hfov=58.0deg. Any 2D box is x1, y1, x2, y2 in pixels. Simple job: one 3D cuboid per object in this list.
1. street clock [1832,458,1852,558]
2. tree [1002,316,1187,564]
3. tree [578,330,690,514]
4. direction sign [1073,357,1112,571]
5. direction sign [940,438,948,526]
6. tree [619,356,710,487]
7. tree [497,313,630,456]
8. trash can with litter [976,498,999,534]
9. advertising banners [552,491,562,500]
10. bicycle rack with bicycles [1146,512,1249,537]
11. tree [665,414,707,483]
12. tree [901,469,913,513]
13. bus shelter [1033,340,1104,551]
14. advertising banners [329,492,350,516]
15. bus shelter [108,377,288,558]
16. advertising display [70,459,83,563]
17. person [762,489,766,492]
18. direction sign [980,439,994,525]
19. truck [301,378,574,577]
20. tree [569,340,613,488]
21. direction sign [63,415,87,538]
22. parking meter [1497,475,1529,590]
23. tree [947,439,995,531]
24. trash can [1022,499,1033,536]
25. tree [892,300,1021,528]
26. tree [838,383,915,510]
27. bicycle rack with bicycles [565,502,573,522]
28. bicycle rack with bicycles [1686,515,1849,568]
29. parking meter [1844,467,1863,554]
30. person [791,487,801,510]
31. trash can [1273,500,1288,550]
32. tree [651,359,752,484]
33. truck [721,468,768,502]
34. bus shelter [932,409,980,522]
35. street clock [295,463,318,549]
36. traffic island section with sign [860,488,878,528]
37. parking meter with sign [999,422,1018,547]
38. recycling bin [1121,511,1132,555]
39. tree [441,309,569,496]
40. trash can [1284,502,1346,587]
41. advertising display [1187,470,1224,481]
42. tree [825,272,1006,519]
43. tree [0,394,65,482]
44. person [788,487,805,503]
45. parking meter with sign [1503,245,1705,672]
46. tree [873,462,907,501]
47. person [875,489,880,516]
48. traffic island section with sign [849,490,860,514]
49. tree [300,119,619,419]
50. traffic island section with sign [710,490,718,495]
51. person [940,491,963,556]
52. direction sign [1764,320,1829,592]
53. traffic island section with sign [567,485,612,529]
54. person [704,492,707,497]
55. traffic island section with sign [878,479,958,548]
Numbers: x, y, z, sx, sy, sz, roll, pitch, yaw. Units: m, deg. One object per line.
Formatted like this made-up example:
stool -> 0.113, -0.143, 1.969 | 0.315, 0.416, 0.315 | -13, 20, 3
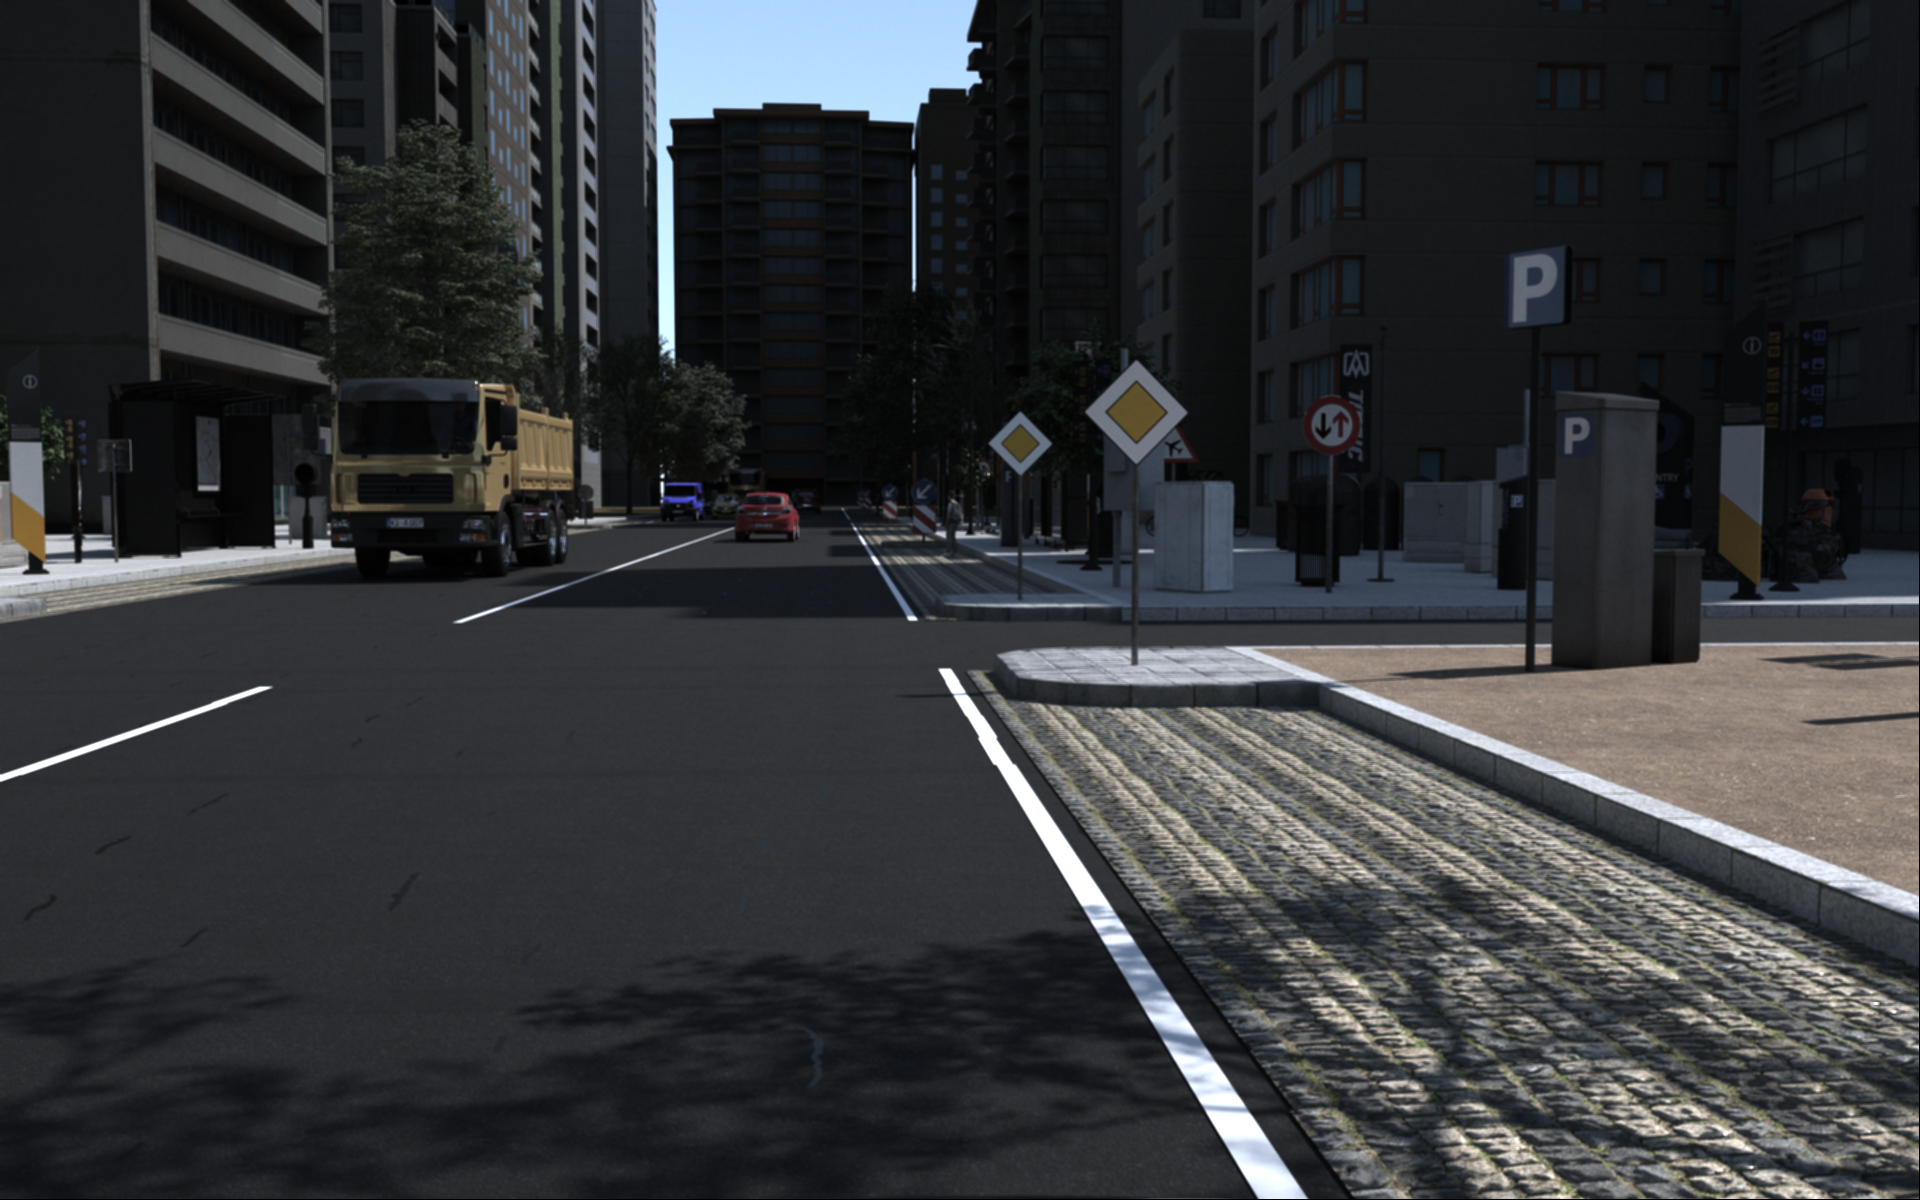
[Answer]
street clock -> 17.749, -1.853, 34.871 | 0.358, 2.002, 0.471 | 3, 4, 38
tree -> 2.490, -2.965, 32.194 | 4.285, 4.588, 4.351 | 0, 3, 0
tree -> -20.851, -11.230, 109.372 | 9.928, 11.665, 9.643 | 0, 3, 0
direction sign -> 2.214, -2.270, 29.119 | 0.379, 3.537, 0.876 | -3, 5, -41
direction sign -> -0.615, -4.771, 69.996 | 0.379, 3.537, 0.876 | 1, 4, 17
tree -> -24.612, -13.714, 142.357 | 7.486, 12.596, 7.792 | 0, 3, 0
tree -> -20.625, -9.511, 89.911 | 7.601, 10.594, 8.767 | 0, 4, 6
trash can with litter -> 1.336, -2.789, 56.650 | 1.678, 1.210, 2.233 | -2, 4, -31
advertising banners -> -17.762, -4.921, 76.643 | 0.090, 3.025, 2.074 | 0, 4, 0
bicycle rack with bicycles -> 7.413, -2.415, 52.874 | 2.925, 0.926, 2.852 | 2, 4, 24
tree -> -24.952, -12.571, 155.893 | 4.360, 8.622, 3.978 | 0, 3, 0
tree -> -3.104, -7.631, 119.366 | 1.663, 3.219, 1.824 | 0, 3, 0
bus shelter -> 2.838, -3.996, 42.971 | 2.179, 5.291, 8.768 | 0, 4, -4
advertising banners -> -23.661, -4.332, 67.017 | 0.090, 3.025, 2.074 | 1, 4, 21
bus shelter -> -16.468, -2.847, 37.824 | 1.731, 3.624, 6.357 | 0, 4, -4
advertising display -> -16.555, -1.668, 32.481 | 0.123, 1.923, 0.974 | -1, 4, -23
person -> -10.883, -5.327, 96.527 | 0.756, 1.711, 0.436 | -1, 4, -12
direction sign -> 1.111, -4.831, 70.987 | 0.379, 3.537, 0.876 | 3, 5, 41
truck -> -9.214, -2.208, 32.021 | 3.469, 3.379, 9.791 | 0, 4, -3
tree -> -18.865, -8.040, 81.821 | 4.360, 8.622, 3.978 | 0, 3, 0
direction sign -> -25.694, -3.570, 50.372 | 0.379, 3.537, 0.876 | 1, 4, 12
parking meter -> 7.428, -0.909, 23.270 | 0.372, 1.533, 0.369 | 0, 3, 0
tree -> 0.443, -4.026, 60.430 | 1.663, 3.219, 1.824 | 0, 3, 0
trash can -> 2.009, -2.558, 53.477 | 0.748, 1.137, 0.748 | 0, 3, 0
tree -> 0.516, -6.993, 64.694 | 4.360, 8.622, 3.978 | 0, 3, 0
tree -> -6.125, -13.234, 142.131 | 9.928, 11.665, 9.643 | 0, 3, 0
bicycle rack with bicycles -> -19.173, -4.080, 80.088 | 2.852, 0.926, 2.925 | -1, 4, -18
bicycle rack with bicycles -> 14.429, -1.055, 30.639 | 2.925, 0.926, 2.852 | -1, 4, -13
parking meter -> 19.142, -1.921, 37.126 | 0.255, 1.863, 0.399 | 3, 5, 44
person -> -9.747, -5.762, 102.701 | 0.705, 1.826, 1.348 | 1, 4, 14
trash can -> 7.574, -1.721, 39.784 | 0.748, 1.137, 0.748 | 0, 3, 0
tree -> -24.841, -15.734, 163.903 | 9.857, 13.997, 8.962 | 0, 3, 0
truck -> -16.291, -8.344, 132.346 | 3.469, 3.379, 9.791 | 0, 4, -5
bus shelter -> -0.090, -6.223, 79.374 | 2.179, 5.291, 8.768 | 0, 4, -4
street clock -> -15.365, -2.214, 40.761 | 0.471, 2.002, 0.358 | 0, 4, 4
traffic island section with sign -> -3.101, -3.965, 73.458 | 1.989, 1.847, 2.006 | 0, 4, -4
parking meter with sign -> 1.218, -2.830, 42.526 | 0.543, 3.016, 1.738 | 0, 4, -4
recycling bin -> 3.416, -1.487, 36.860 | 0.722, 1.027, 0.722 | 0, 4, 2
tree -> -17.991, -7.088, 66.253 | 4.360, 8.622, 3.978 | 0, 3, 0
trash can -> 4.983, -0.762, 24.119 | 0.748, 1.137, 0.748 | 0, 3, 0
advertising display -> 6.648, -2.552, 46.940 | 0.974, 1.923, 0.123 | 1, 4, 12
tree -> -2.211, -10.558, 89.631 | 9.611, 12.733, 9.660 | 0, 3, 0
tree -> -28.864, -4.225, 52.788 | 4.285, 4.588, 4.351 | 0, 3, 0
person -> -9.984, -5.855, 103.863 | 1.348, 1.869, 0.705 | 0, 4, -6
parking meter with sign -> 4.824, -1.015, 12.862 | 1.738, 3.016, 0.543 | -2, 4, -31
tree -> -6.268, -10.526, 155.806 | 4.285, 4.588, 4.351 | 0, 3, 0
person -> -5.423, -6.305, 112.305 | 0.721, 1.735, 1.217 | 0, 4, -7
traffic island section with sign -> -6.738, -7.005, 123.156 | 1.989, 1.847, 2.006 | 0, 4, -4
tree -> -16.055, -8.240, 52.858 | 7.486, 12.596, 7.792 | 0, 3, 0
traffic island section with sign -> -21.183, -8.630, 149.726 | 1.989, 1.847, 2.006 | 0, 4, -4
person -> -0.200, -1.763, 39.923 | 0.523, 1.515, 0.503 | 0, 4, -2
direction sign -> 10.929, -1.887, 22.857 | 0.876, 3.537, 0.379 | 2, 4, 35
traffic island section with sign -> -15.451, -3.845, 71.486 | 1.989, 1.847, 2.006 | 0, 4, -4
person -> -21.564, -8.290, 144.846 | 0.742, 1.727, 0.445 | -3, 4, -37
traffic island section with sign -> -1.109, -2.303, 46.274 | 1.989, 1.847, 2.006 | 0, 4, -4
